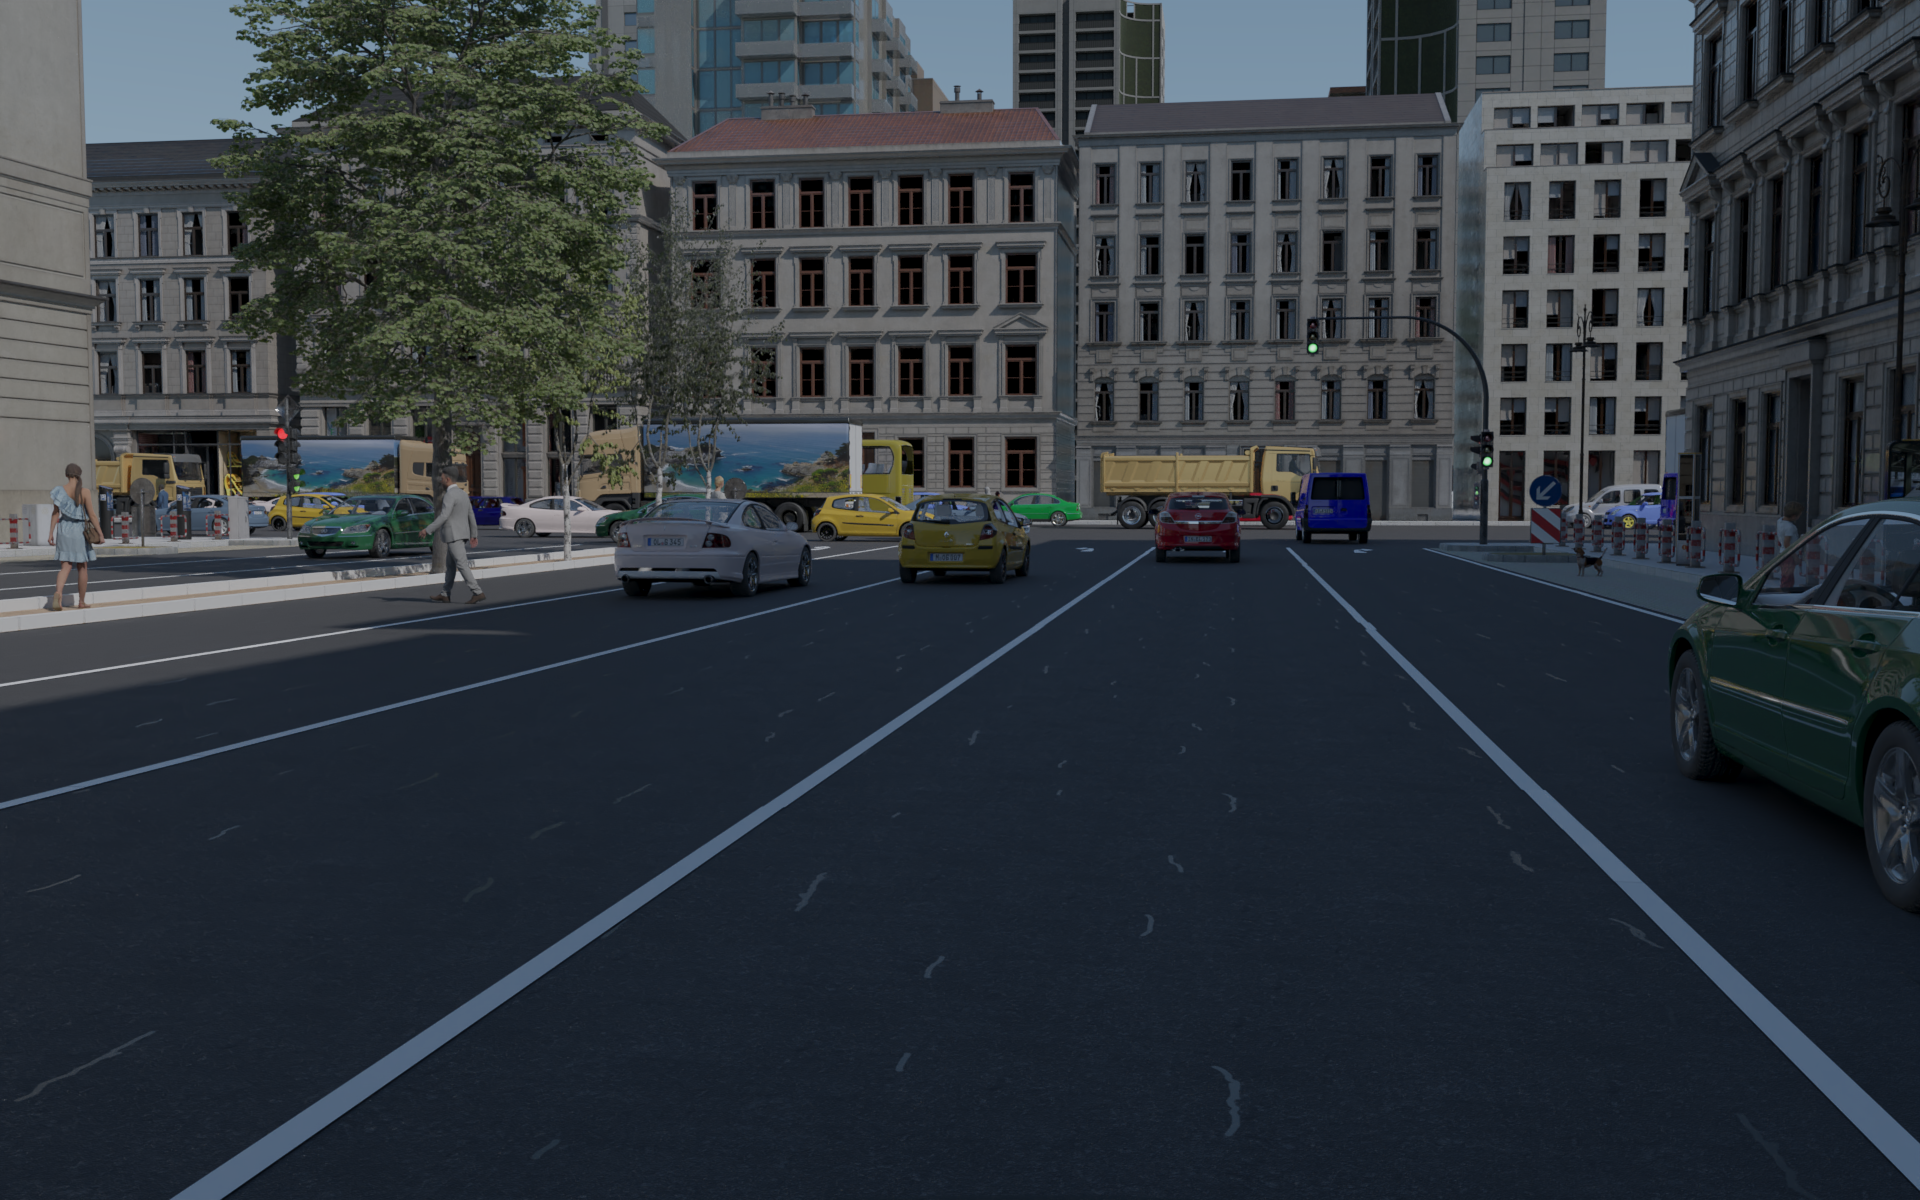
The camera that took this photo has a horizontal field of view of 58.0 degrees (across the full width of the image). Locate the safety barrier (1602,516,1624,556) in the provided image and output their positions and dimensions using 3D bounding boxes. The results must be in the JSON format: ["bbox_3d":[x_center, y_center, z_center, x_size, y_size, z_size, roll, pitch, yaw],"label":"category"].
[{"bbox_3d":[13.734,-1.337,36.137,0.300,0.817,1.120,1,4,9],"label":"safety barrier"}]

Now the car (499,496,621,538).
[{"bbox_3d":[-12.873,-2.767,57.601,4.827,1.381,2.083,0,4,7],"label":"car"}]

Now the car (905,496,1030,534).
[{"bbox_3d":[-0.036,-2.620,54.836,4.499,1.417,2.014,1,4,9],"label":"car"}]

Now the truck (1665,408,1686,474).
[{"bbox_3d":[29.108,-4.128,56.399,11.283,4.237,2.839,0,4,7],"label":"truck"}]

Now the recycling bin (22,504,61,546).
[{"bbox_3d":[-22.745,-1.863,43.007,0.722,1.027,0.722,2,4,32],"label":"recycling bin"}]

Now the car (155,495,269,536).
[{"bbox_3d":[-26.437,-2.955,60.312,4.499,1.417,2.014,1,4,8],"label":"car"}]

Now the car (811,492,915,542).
[{"bbox_3d":[-2.499,-2.593,52.613,3.980,1.641,2.015,1,4,11],"label":"car"}]

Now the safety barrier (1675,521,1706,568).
[{"bbox_3d":[12.772,-0.966,30.062,0.300,0.817,1.120,1,4,9],"label":"safety barrier"}]

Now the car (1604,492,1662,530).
[{"bbox_3d":[28.163,-3.725,70.499,3.694,1.707,1.945,0,4,8],"label":"car"}]

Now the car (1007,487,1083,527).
[{"bbox_3d":[3.094,-4.182,77.171,4.718,1.807,1.959,0,4,7],"label":"car"}]

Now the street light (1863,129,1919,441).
[{"bbox_3d":[12.000,-3.018,22.127,0.468,5.910,1.993,1,4,9],"label":"street light"}]

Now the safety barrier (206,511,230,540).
[{"bbox_3d":[-20.787,-2.094,48.517,0.300,0.817,1.120,1,4,9],"label":"safety barrier"}]

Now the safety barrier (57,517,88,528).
[{"bbox_3d":[-21.746,-1.723,42.443,0.300,0.817,1.120,1,4,9],"label":"safety barrier"}]

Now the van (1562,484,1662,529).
[{"bbox_3d":[27.386,-4.018,72.713,4.112,2.044,2.013,1,4,10],"label":"van"}]

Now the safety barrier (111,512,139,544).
[{"bbox_3d":[-21.428,-1.847,44.466,0.300,0.817,1.120,1,4,9],"label":"safety barrier"}]

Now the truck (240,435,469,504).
[{"bbox_3d":[-28.876,-5.802,83.775,11.283,4.237,2.839,0,4,8],"label":"truck"}]

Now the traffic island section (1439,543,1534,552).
[{"bbox_3d":[13.343,-1.335,44.111,2.009,0.180,2.903,1,4,9],"label":"traffic island section"}]

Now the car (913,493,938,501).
[{"bbox_3d":[-1.158,-3.975,74.582,3.694,1.707,1.945,0,4,8],"label":"car"}]

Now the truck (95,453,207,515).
[{"bbox_3d":[-40.336,-5.307,82.691,9.791,3.379,3.469,0,4,7],"label":"truck"}]

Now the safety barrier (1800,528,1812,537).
[{"bbox_3d":[11.816,-0.594,23.984,0.300,0.817,1.120,1,4,9],"label":"safety barrier"}]

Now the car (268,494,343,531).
[{"bbox_3d":[-24.743,-3.487,67.236,3.980,1.641,2.015,0,4,8],"label":"car"}]

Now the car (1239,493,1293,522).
[{"bbox_3d":[12.582,-4.172,77.258,4.494,1.783,2.155,1,4,8],"label":"car"}]

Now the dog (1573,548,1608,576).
[{"bbox_3d":[10.928,-0.657,30.037,0.406,0.507,0.540,3,5,40],"label":"dog"}]

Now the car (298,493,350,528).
[{"bbox_3d":[-26.343,-3.873,72.909,3.694,1.707,1.945,1,4,8],"label":"car"}]

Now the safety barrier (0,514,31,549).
[{"bbox_3d":[-22.069,-1.598,40.398,0.300,0.817,1.120,1,4,9],"label":"safety barrier"}]

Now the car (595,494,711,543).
[{"bbox_3d":[-8.326,-2.399,51.025,4.920,1.459,2.131,0,4,8],"label":"car"}]

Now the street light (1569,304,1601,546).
[{"bbox_3d":[15.202,-4.251,42.287,0.468,5.910,1.993,1,4,9],"label":"street light"}]

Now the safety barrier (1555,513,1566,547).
[{"bbox_3d":[14.691,-1.710,42.234,0.300,0.817,1.120,1,4,9],"label":"safety barrier"}]

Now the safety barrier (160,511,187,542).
[{"bbox_3d":[-21.108,-1.971,46.495,0.300,0.817,1.120,1,4,9],"label":"safety barrier"}]

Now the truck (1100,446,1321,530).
[{"bbox_3d":[10.747,-4.585,70.886,9.791,3.379,3.469,1,4,11],"label":"truck"}]

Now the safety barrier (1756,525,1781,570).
[{"bbox_3d":[12.135,-0.718,26.007,0.300,0.817,1.120,1,4,9],"label":"safety barrier"}]

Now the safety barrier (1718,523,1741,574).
[{"bbox_3d":[12.455,-0.841,28.033,0.300,0.817,1.120,1,4,9],"label":"safety barrier"}]

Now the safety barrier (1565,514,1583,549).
[{"bbox_3d":[14.370,-1.586,40.203,0.300,0.817,1.120,1,4,9],"label":"safety barrier"}]

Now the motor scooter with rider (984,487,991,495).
[{"bbox_3d":[0.876,-3.847,71.860,1.986,1.779,0.876,0,4,8],"label":"motor scooter with rider"}]

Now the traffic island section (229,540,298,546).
[{"bbox_3d":[-19.050,-1.646,49.198,2.009,0.180,2.903,1,4,9],"label":"traffic island section"}]

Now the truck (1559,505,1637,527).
[{"bbox_3d":[35.576,-5.150,73.961,18.799,4.110,2.967,0,4,8],"label":"truck"}]

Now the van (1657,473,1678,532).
[{"bbox_3d":[22.814,-2.750,49.352,5.245,2.365,2.240,0,4,8],"label":"van"}]

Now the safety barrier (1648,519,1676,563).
[{"bbox_3d":[13.092,-1.089,32.084,0.300,0.817,1.120,1,4,9],"label":"safety barrier"}]

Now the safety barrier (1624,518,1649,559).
[{"bbox_3d":[13.413,-1.213,34.114,0.300,0.817,1.120,1,4,9],"label":"safety barrier"}]

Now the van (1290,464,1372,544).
[{"bbox_3d":[11.103,-2.901,51.813,2.240,2.365,5.245,0,4,8],"label":"van"}]

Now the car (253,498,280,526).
[{"bbox_3d":[-29.582,-4.034,78.320,4.827,1.381,2.083,1,4,9],"label":"car"}]

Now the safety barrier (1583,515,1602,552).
[{"bbox_3d":[14.052,-1.461,38.160,0.300,0.817,1.120,1,4,9],"label":"safety barrier"}]

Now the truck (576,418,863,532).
[{"bbox_3d":[-9.412,-4.679,65.414,11.283,4.237,2.839,1,4,8],"label":"truck"}]
